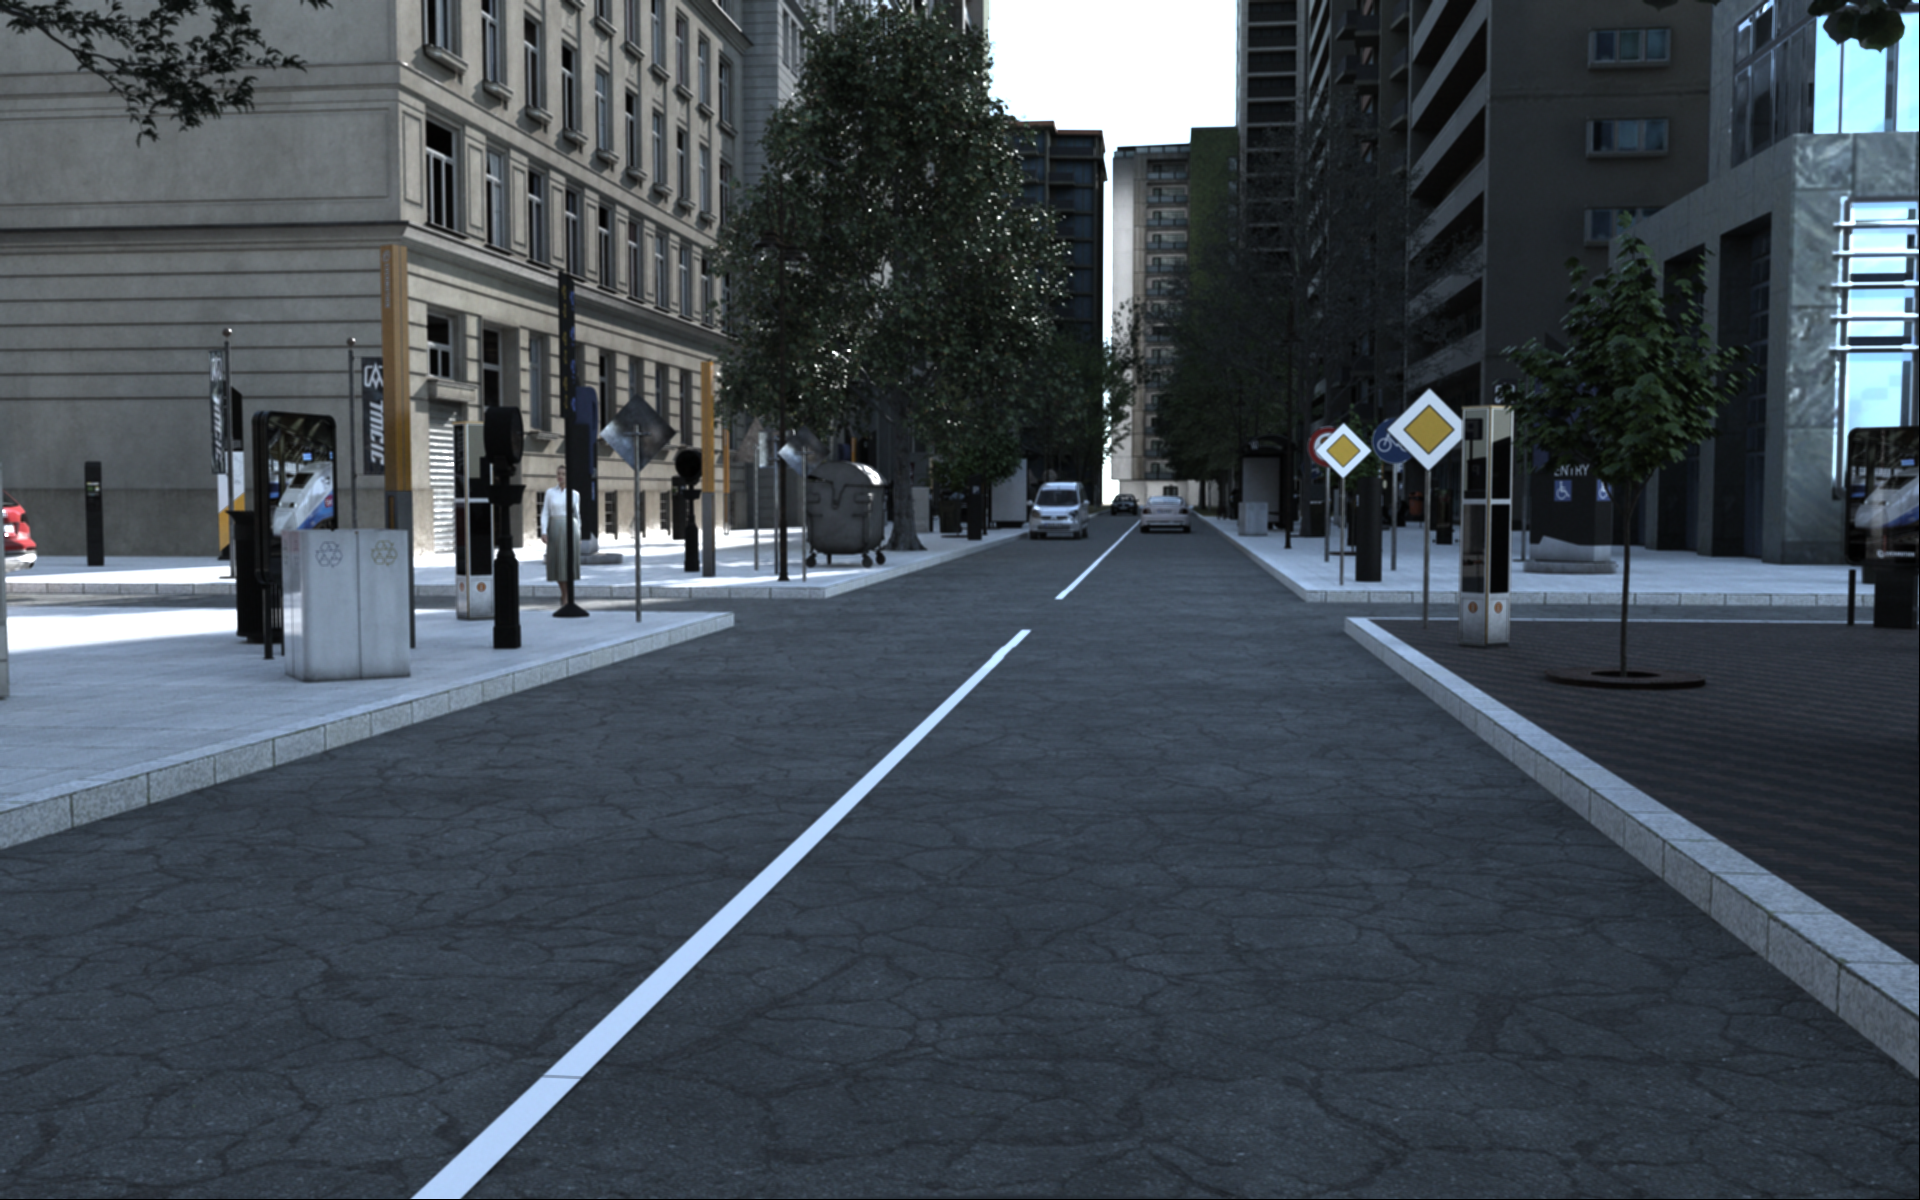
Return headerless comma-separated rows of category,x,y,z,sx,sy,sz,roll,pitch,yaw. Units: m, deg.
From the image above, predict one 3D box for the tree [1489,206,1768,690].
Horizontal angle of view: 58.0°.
tree,4.429,-1.054,11.838,1.663,3.219,1.824,0,3,0

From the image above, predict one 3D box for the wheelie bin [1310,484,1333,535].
wheelie bin,11.149,-2.811,53.872,0.980,1.594,0.693,3,4,37

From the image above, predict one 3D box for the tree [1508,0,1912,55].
tree,3.825,-5.863,2.512,9.857,13.997,8.962,0,3,0

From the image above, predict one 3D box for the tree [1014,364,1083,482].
tree,5.137,-8.909,96.026,4.360,8.622,3.978,0,3,0

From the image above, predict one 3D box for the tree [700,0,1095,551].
tree,-1.407,-7.478,39.273,9.611,12.733,9.660,0,3,0

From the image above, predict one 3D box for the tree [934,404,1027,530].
tree,0.765,-4.867,63.292,4.285,4.588,4.351,0,3,0

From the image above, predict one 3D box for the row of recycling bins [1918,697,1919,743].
row of recycling bins,5.399,-0.005,7.200,1.069,1.692,3.534,0,4,-6

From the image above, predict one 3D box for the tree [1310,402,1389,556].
tree,8.186,-2.569,36.597,1.663,3.219,1.824,0,3,0

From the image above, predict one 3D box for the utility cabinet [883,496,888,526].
utility cabinet,-3.345,-3.575,69.605,0.306,1.237,1.020,-3,5,-42

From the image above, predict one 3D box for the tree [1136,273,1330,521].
tree,13.686,-9.555,81.980,9.928,11.665,9.643,0,3,0

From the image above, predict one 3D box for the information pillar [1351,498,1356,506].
information pillar,13.333,-4.120,58.709,0.183,3.616,0.504,0,4,3

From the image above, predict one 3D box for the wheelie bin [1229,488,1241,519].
wheelie bin,14.104,-4.889,87.845,0.693,1.594,0.980,3,5,43

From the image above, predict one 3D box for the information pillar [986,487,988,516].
information pillar,1.394,-5.827,99.768,0.304,2.012,0.304,3,4,37

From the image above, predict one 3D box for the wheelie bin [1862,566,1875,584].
wheelie bin,13.227,-1.029,24.737,0.693,1.594,0.980,3,5,45

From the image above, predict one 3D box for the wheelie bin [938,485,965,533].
wheelie bin,-0.301,-3.009,57.106,0.980,1.594,0.693,2,4,23

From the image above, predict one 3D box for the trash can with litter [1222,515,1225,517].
trash can with litter,15.148,-5.132,94.966,1.678,1.210,2.233,-3,5,-43

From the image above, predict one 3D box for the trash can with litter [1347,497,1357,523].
trash can with litter,17.387,-3.971,76.316,0.624,1.170,1.055,-1,4,-14

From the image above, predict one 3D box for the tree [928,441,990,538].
tree,-0.186,-3.478,51.462,1.663,3.219,1.824,0,3,0

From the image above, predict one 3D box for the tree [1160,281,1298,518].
tree,14.404,-10.636,92.026,7.486,12.596,7.792,0,3,0

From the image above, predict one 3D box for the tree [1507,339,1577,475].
tree,12.802,-3.234,36.582,4.285,4.588,4.351,0,3,0

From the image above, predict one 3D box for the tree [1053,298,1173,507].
tree,14.722,-18.952,165.751,12.611,20.169,13.585,0,3,0

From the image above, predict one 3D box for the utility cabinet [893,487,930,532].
utility cabinet,-1.599,-2.965,57.162,1.173,1.500,0.318,0,4,6

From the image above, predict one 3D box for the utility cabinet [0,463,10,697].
utility cabinet,-6.477,-0.112,10.511,1.173,1.500,0.318,-3,4,-37

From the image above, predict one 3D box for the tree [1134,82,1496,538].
tree,10.453,-8.617,51.261,12.009,13.543,11.850,0,3,0

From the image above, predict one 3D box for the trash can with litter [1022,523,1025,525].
trash can with litter,2.252,-3.674,71.451,0.624,1.170,1.055,-3,5,-43

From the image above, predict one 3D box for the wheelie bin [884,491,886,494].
wheelie bin,-3.719,-4.218,76.876,0.693,1.594,0.980,-3,5,-41

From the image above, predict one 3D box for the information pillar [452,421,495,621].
information pillar,-4.958,-0.806,17.678,0.304,2.012,0.304,-3,5,-40

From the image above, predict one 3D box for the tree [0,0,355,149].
tree,-6.047,-4.461,7.345,7.601,10.594,8.767,-1,4,-23

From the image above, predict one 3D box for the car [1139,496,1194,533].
car,7.771,-3.238,65.298,2.083,1.381,4.827,0,4,8

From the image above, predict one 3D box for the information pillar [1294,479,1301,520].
information pillar,16.904,-5.048,87.028,0.304,2.012,0.304,-1,4,-19

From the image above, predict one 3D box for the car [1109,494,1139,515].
car,11.289,-6.676,118.938,2.009,1.686,4.222,0,4,8

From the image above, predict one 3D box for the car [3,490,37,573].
car,-15.467,-0.913,23.605,5.304,1.827,2.281,0,4,5

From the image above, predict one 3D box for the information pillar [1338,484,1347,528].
information pillar,14.567,-3.755,65.892,0.304,2.012,0.304,1,4,17

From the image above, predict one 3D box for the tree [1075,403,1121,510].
tree,10.767,-11.459,137.717,4.737,8.622,4.395,0,3,0

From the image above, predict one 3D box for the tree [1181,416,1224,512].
tree,18.063,-10.740,125.962,4.360,8.622,3.978,0,3,0

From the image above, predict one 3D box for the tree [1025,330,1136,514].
tree,7.465,-11.319,110.826,9.928,11.665,9.643,0,3,0

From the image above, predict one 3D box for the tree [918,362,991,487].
tree,-0.407,-7.960,80.501,4.737,8.622,4.395,0,3,0

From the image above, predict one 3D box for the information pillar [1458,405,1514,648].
information pillar,4.408,-0.613,14.516,0.304,2.012,0.304,-2,4,-33

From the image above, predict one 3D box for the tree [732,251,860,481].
tree,-4.393,-6.135,50.674,4.360,8.622,3.978,0,3,0

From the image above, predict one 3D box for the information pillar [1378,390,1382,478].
information pillar,9.391,-2.902,38.796,0.183,3.616,0.504,1,4,12

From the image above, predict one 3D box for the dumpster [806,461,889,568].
dumpster,-2.033,-1.531,30.797,1.264,1.857,1.865,0,4,7

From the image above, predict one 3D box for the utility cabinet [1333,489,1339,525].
utility cabinet,15.603,-3.829,71.291,0.318,1.500,1.173,1,4,21

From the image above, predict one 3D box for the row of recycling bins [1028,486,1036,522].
row of recycling bins,3.069,-4.556,81.607,1.069,1.692,3.534,0,4,5
